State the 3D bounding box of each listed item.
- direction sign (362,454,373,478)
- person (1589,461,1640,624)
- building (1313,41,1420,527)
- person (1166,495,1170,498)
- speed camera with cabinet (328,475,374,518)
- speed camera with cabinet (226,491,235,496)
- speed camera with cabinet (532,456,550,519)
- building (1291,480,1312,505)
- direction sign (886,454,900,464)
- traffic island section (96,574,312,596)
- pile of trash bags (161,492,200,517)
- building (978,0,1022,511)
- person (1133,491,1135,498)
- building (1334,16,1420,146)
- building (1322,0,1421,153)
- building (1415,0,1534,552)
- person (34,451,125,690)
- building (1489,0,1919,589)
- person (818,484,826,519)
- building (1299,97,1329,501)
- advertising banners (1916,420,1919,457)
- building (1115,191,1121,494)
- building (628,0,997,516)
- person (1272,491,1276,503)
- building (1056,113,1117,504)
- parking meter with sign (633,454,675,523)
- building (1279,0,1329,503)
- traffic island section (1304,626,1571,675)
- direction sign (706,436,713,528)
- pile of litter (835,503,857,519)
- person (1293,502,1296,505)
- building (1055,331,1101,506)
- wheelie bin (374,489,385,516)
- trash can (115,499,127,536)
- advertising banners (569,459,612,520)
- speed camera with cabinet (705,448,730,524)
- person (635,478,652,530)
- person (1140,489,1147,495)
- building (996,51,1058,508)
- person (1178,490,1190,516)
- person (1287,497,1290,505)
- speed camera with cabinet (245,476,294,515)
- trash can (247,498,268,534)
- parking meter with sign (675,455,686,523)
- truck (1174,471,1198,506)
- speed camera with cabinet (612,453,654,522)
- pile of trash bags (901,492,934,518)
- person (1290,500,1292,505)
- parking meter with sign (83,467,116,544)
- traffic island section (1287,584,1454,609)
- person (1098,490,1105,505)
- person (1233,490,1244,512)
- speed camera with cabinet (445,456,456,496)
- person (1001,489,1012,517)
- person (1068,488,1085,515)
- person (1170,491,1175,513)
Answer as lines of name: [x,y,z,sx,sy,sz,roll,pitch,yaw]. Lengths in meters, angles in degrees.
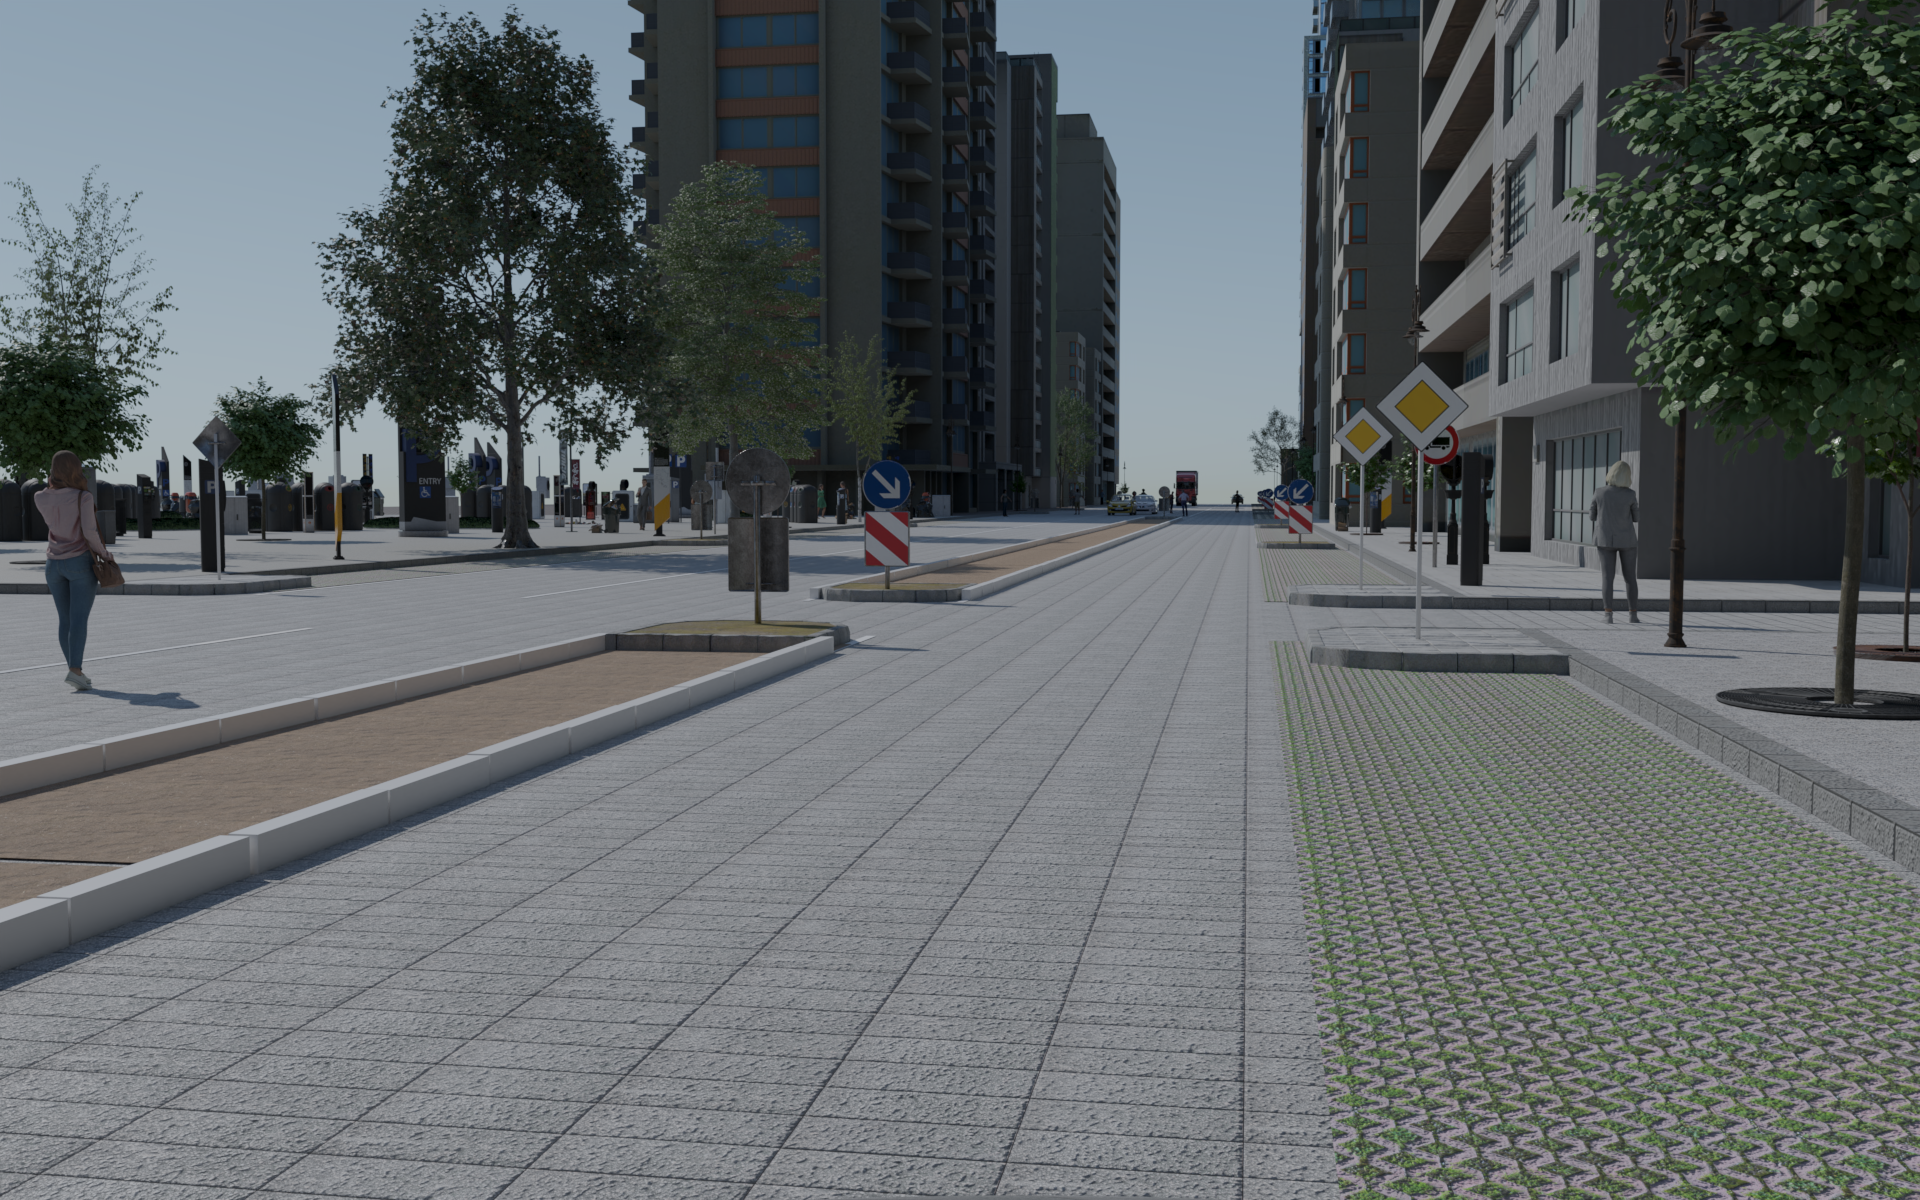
direction sign: [-33.205,-6.432,97.167,0.379,3.537,0.876,1,4,18]
person: [7.294,-0.649,19.302,0.537,1.800,0.526,2,4,32]
building: [30.798,-14.295,78.762,27.650,21.520,28.899,1,4,9]
person: [20.631,-9.941,171.766,1.217,1.736,0.721,2,4,25]
speed camera with cabinet: [-29.464,-5.472,83.800,2.038,3.252,0.660,-3,5,-45]
speed camera with cabinet: [-34.261,-5.233,79.891,0.660,3.252,2.038,0,4,7]
speed camera with cabinet: [-21.579,-5.785,88.918,0.660,3.252,2.038,0,4,1]
building: [56.669,-31.610,208.698,32.217,40.220,23.993,1,4,9]
direction sign: [-3.834,-6.548,99.056,0.876,3.537,0.379,-2,4,-34]
traffic island section: [-11.109,-0.222,25.918,2.009,0.180,2.903,1,4,9]
pile of trash bags: [-42.469,-5.168,94.247,1.912,1.369,3.447,-2,4,-34]
building: [-5.642,-42.913,139.875,20.563,71.187,20.611,1,4,9]
person: [21.102,-12.302,209.581,0.705,1.831,1.348,0,4,-1]
building: [30.354,-20.589,108.337,14.160,30.474,14.107,1,4,9]
building: [38.524,-31.153,128.956,23.786,49.044,30.456,1,4,9]
building: [24.166,-25.792,45.396,21.300,48.544,21.600,1,4,9]
person: [-6.547,-0.225,12.777,0.593,1.750,0.643,0,4,5]
building: [16.618,-21.002,26.983,14.086,41.232,14.154,1,4,9]
person: [-7.231,-5.122,90.039,0.529,1.795,0.600,1,4,14]
building: [44.865,-33.078,190.931,14.600,45.320,14.200,1,4,9]
advertising banners: [7.838,-0.996,12.473,2.074,3.025,0.090,0,4,6]
building: [15.065,-36.305,243.697,14.600,45.320,14.200,1,4,9]
building: [-9.544,-28.206,115.800,22.147,44.769,28.867,1,4,9]
person: [44.021,-14.391,242.121,0.721,1.735,1.217,-2,4,-28]
building: [8.820,-36.808,225.504,21.300,48.544,21.600,1,4,9]
parking meter with sign: [-13.507,-4.867,75.836,1.738,3.016,0.543,1,4,20]
building: [55.494,-56.430,235.306,22.319,86.520,31.000,1,4,9]
traffic island section: [4.086,0.428,15.285,2.009,0.180,2.903,1,4,9]
direction sign: [-9.510,-4.481,65.260,0.379,3.537,0.876,0,4,-6]
pile of litter: [-5.842,-4.569,88.672,1.176,0.858,1.719,0,4,4]
person: [28.512,-8.606,147.204,0.568,1.767,0.683,-2,4,-35]
building: [1.295,-21.781,201.160,27.650,21.520,28.899,1,4,9]
wheelie bin: [-34.386,-5.763,102.131,0.693,1.594,0.980,0,4,6]
trash can: [-25.778,-2.519,52.839,0.748,1.137,0.748,0,3,0]
advertising banners: [-18.378,-5.506,86.218,2.074,3.025,0.090,0,4,-4]
speed camera with cabinet: [-10.423,-4.922,74.806,0.660,3.252,2.038,1,4,12]
person: [-11.173,-3.376,61.206,0.622,1.834,0.822,0,4,1]
person: [14.451,-7.860,136.638,1.348,1.869,0.705,-1,4,-15]
building: [1.087,-28.968,157.223,14.154,41.232,14.086,1,4,9]
person: [14.323,-6.209,110.947,0.756,1.711,0.436,0,4,-2]
person: [35.440,-11.074,186.978,0.709,1.838,0.599,-1,4,-15]
speed camera with cabinet: [-30.268,-4.983,75.805,2.038,3.252,0.660,0,4,0]
trash can: [-22.968,-2.742,56.487,0.748,1.137,0.748,0,3,0]
parking meter with sign: [-12.937,-4.996,77.938,0.543,3.016,1.738,-2,4,-35]
truck: [27.307,-13.429,208.476,2.839,4.237,11.283,1,4,9]
speed camera with cabinet: [-14.903,-5.203,79.412,2.038,3.252,0.660,0,4,-6]
pile of trash bags: [-2.266,-5.217,95.049,1.912,1.369,3.447,1,4,14]
person: [31.005,-9.526,161.799,1.348,1.822,0.705,-3,4,-38]
parking meter with sign: [-22.217,-2.907,43.787,0.543,3.016,1.738,1,4,20]
traffic island section: [5.403,-0.054,23.161,2.009,0.180,2.903,1,4,9]
person: [17.013,-12.323,207.511,0.705,1.826,1.348,-2,4,-31]
person: [21.806,-7.740,135.765,1.217,1.735,0.721,-3,5,-41]
speed camera with cabinet: [-26.179,-5.920,91.125,2.038,3.252,0.660,-1,4,-16]
person: [2.925,-6.170,110.097,0.721,1.735,1.217,2,4,35]
person: [8.155,-6.853,120.552,1.348,1.824,0.705,-1,4,-22]
person: [15.769,-7.257,128.614,0.415,1.643,0.593,0,4,3]
